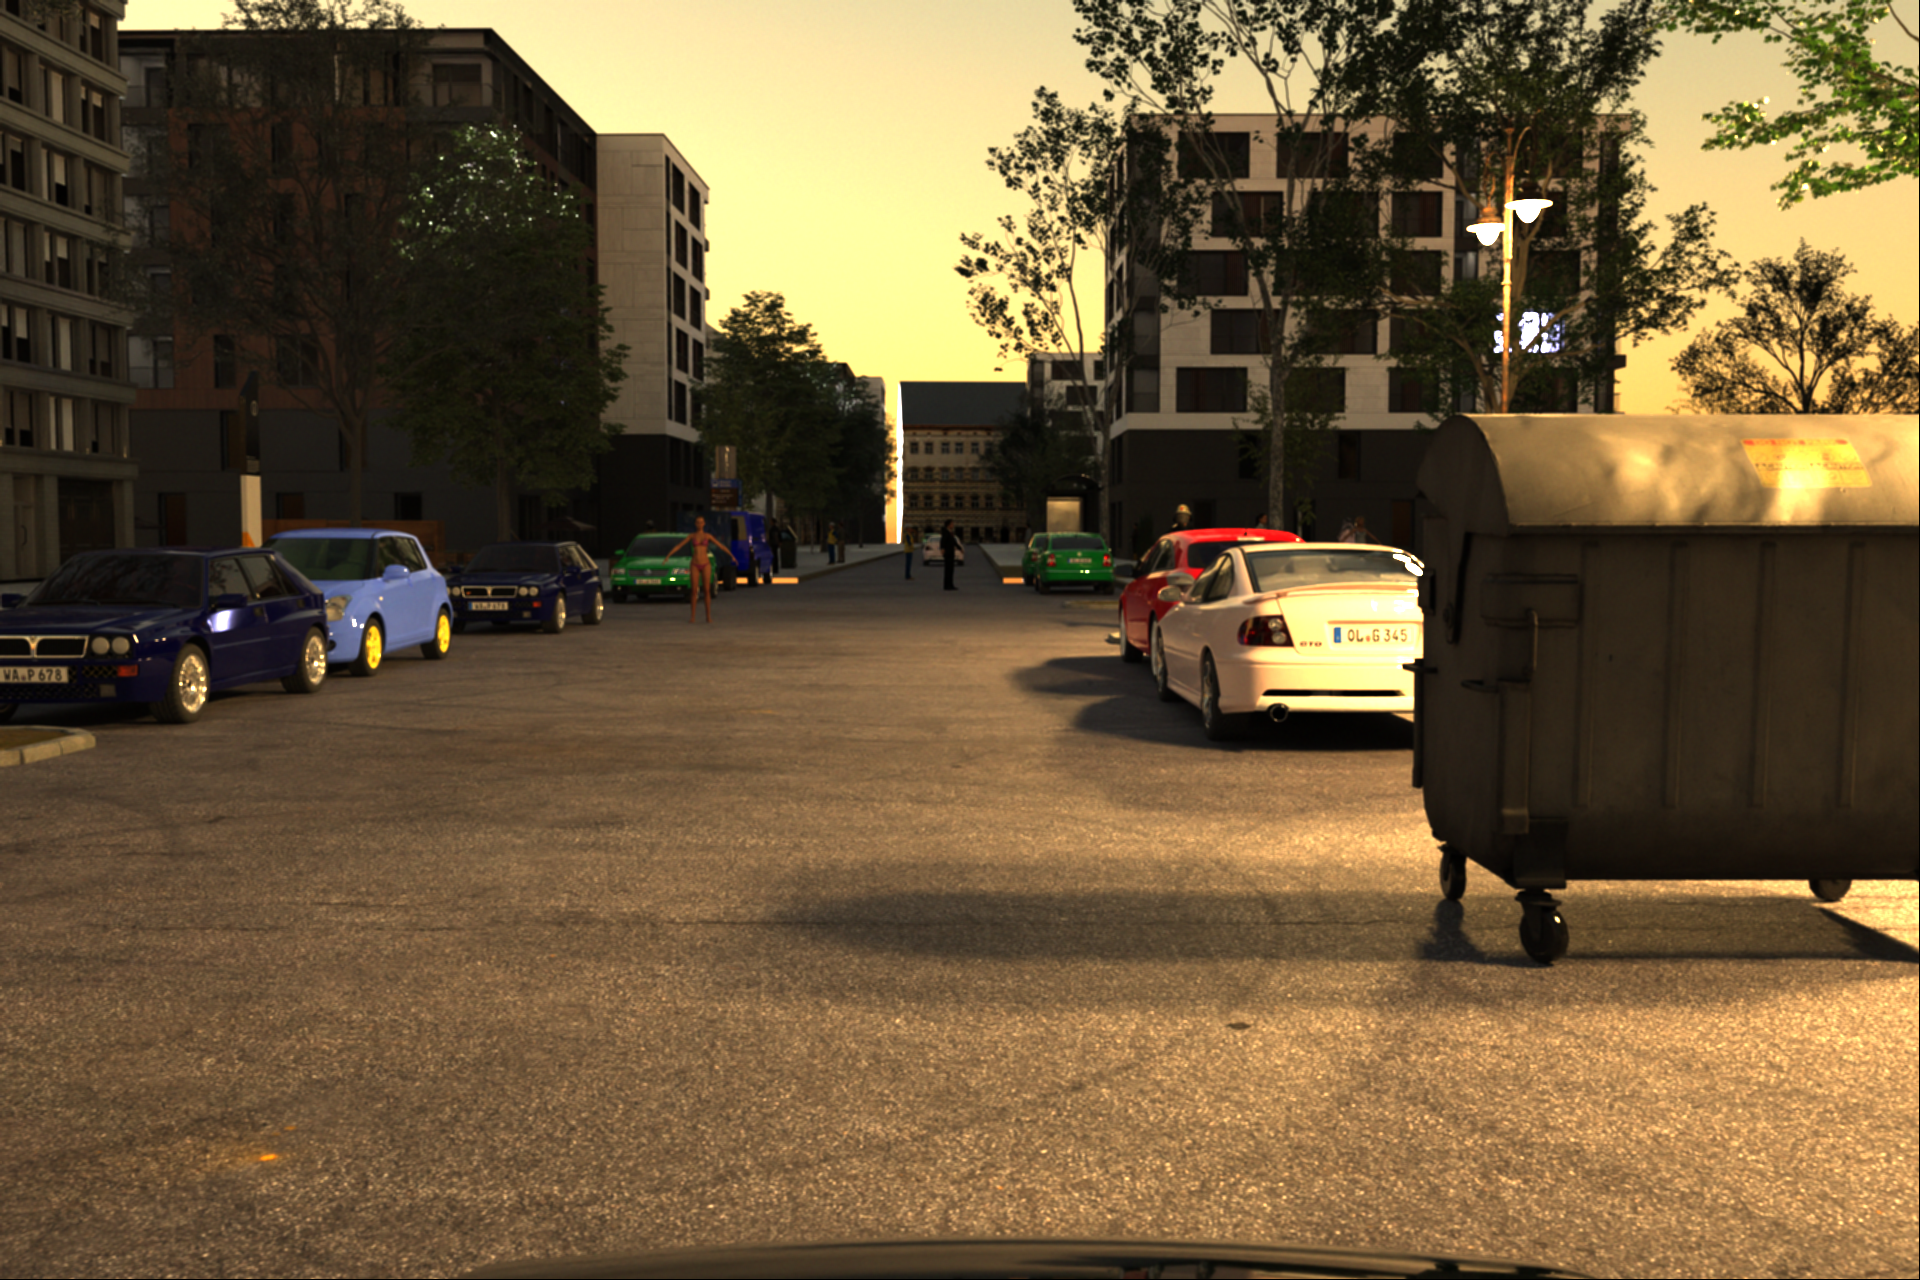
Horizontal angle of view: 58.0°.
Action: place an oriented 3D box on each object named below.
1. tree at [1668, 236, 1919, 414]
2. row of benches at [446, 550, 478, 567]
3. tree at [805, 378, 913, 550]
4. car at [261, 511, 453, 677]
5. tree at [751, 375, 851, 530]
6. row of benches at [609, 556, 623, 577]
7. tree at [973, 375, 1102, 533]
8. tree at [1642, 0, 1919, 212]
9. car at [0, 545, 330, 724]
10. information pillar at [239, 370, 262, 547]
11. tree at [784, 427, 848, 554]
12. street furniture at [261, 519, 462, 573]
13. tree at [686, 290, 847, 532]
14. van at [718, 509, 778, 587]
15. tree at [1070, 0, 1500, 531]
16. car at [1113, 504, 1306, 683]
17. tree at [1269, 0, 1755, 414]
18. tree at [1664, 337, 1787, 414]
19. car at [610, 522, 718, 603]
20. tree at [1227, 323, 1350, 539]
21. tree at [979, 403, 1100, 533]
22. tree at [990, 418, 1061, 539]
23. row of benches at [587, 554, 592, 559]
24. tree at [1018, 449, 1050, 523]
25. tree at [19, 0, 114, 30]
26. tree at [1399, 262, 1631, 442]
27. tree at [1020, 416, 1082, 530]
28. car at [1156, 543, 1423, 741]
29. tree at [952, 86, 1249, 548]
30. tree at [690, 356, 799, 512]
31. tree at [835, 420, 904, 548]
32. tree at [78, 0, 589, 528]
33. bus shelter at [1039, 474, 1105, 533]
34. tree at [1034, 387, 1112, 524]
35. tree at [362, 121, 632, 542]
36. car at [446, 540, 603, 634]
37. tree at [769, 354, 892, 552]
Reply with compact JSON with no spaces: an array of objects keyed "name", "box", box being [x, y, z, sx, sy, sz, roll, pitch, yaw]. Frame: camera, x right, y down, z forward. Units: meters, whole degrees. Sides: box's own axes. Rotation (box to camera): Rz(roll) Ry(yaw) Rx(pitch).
[{"name":"tree","box":[26.804,-7.299,53.744,8.767,10.594,7.601,0,4,3]},{"name":"row of benches","box":[-18.904,-3.214,68.014,4.104,0.672,1.422,1,4,22]},{"name":"tree","box":[-9.298,-13.812,136.202,12.009,13.543,11.850,0,3,0]},{"name":"car","box":[-6.723,-0.545,18.510,1.945,1.707,3.694,0,3,0]},{"name":"tree","box":[-9.331,-10.013,98.122,7.601,10.594,8.767,-3,5,-44]},{"name":"row of benches","box":[-10.153,-2.317,53.341,1.422,0.672,4.104,0,4,-1]},{"name":"tree","box":[6.179,-13.693,134.254,12.009,13.543,11.850,0,3,0]},{"name":"tree","box":[9.058,-5.394,13.941,9.928,11.665,9.643,0,3,0]},{"name":"car","box":[-6.650,-0.105,14.295,1.945,1.354,3.894,0,4,0]},{"name":"information pillar","box":[-10.061,-2.033,24.594,0.183,3.616,0.504,0,4,1]},{"name":"tree","box":[-9.335,-9.767,110.054,4.737,8.622,4.395,0,3,0]},{"name":"street furniture","box":[-20.409,-3.032,56.421,11.010,1.723,9.812,-1,4,-9]},{"name":"tree","box":[-9.389,-9.992,81.499,7.486,12.596,7.792,0,3,0]},{"name":"van","box":[-6.408,-2.704,48.590,2.240,2.365,5.245,0,4,0]},{"name":"tree","box":[10.085,-11.658,46.505,12.611,20.169,13.585,0,3,0]},{"name":"car","box":[2.723,-0.554,18.105,2.155,1.783,4.494,0,4,-1]},{"name":"tree","box":[8.040,-5.637,26.572,7.601,10.594,8.767,-2,4,-28]},{"name":"tree","box":[28.262,-7.036,65.396,4.360,8.622,3.978,0,3,0]},{"name":"car","box":[-6.318,-1.741,37.263,1.959,1.807,4.718,0,4,0]},{"name":"tree","box":[11.434,-6.652,59.122,4.737,8.622,4.395,0,3,0]},{"name":"tree","box":[5.861,-11.532,122.968,8.767,10.594,7.601,-1,4,-18]},{"name":"tree","box":[6.417,-13.920,153.349,9.928,11.665,9.643,0,3,0]},{"name":"row of benches","box":[-11.809,-2.322,53.423,1.422,0.672,4.104,0,4,-7]},{"name":"tree","box":[6.857,-11.862,144.301,4.360,8.622,3.978,0,3,0]},{"name":"tree","box":[-12.346,-6.320,13.710,12.009,13.543,11.850,0,3,0]},{"name":"tree","box":[20.416,-8.469,64.217,9.928,11.665,9.643,0,3,0]},{"name":"tree","box":[5.848,-9.684,108.693,4.737,8.622,4.395,0,3,0]},{"name":"car","box":[2.632,-0.063,13.387,2.083,1.381,4.827,0,4,0]},{"name":"tree","box":[5.673,-13.290,73.187,12.611,20.169,13.585,0,3,0]},{"name":"tree","box":[-9.140,-7.451,72.182,4.737,8.622,4.395,0,3,0]},{"name":"tree","box":[-8.924,-14.113,156.501,9.928,11.665,9.643,0,3,0]},{"name":"tree","box":[-12.884,-7.716,36.531,12.009,13.543,11.850,0,3,0]},{"name":"bus shelter","box":[3.872,-4.085,60.711,2.014,3.302,5.546,0,4,0]},{"name":"tree","box":[5.725,-8.323,86.443,4.360,8.622,3.978,0,3,0]},{"name":"tree","box":[-13.260,-7.988,48.730,7.486,12.596,7.792,0,3,0]},{"name":"car","box":[-6.569,-0.828,26.110,1.945,1.354,3.894,0,4,1]},{"name":"tree","box":[-9.518,-13.099,120.821,9.857,13.997,8.962,0,3,0]}]
